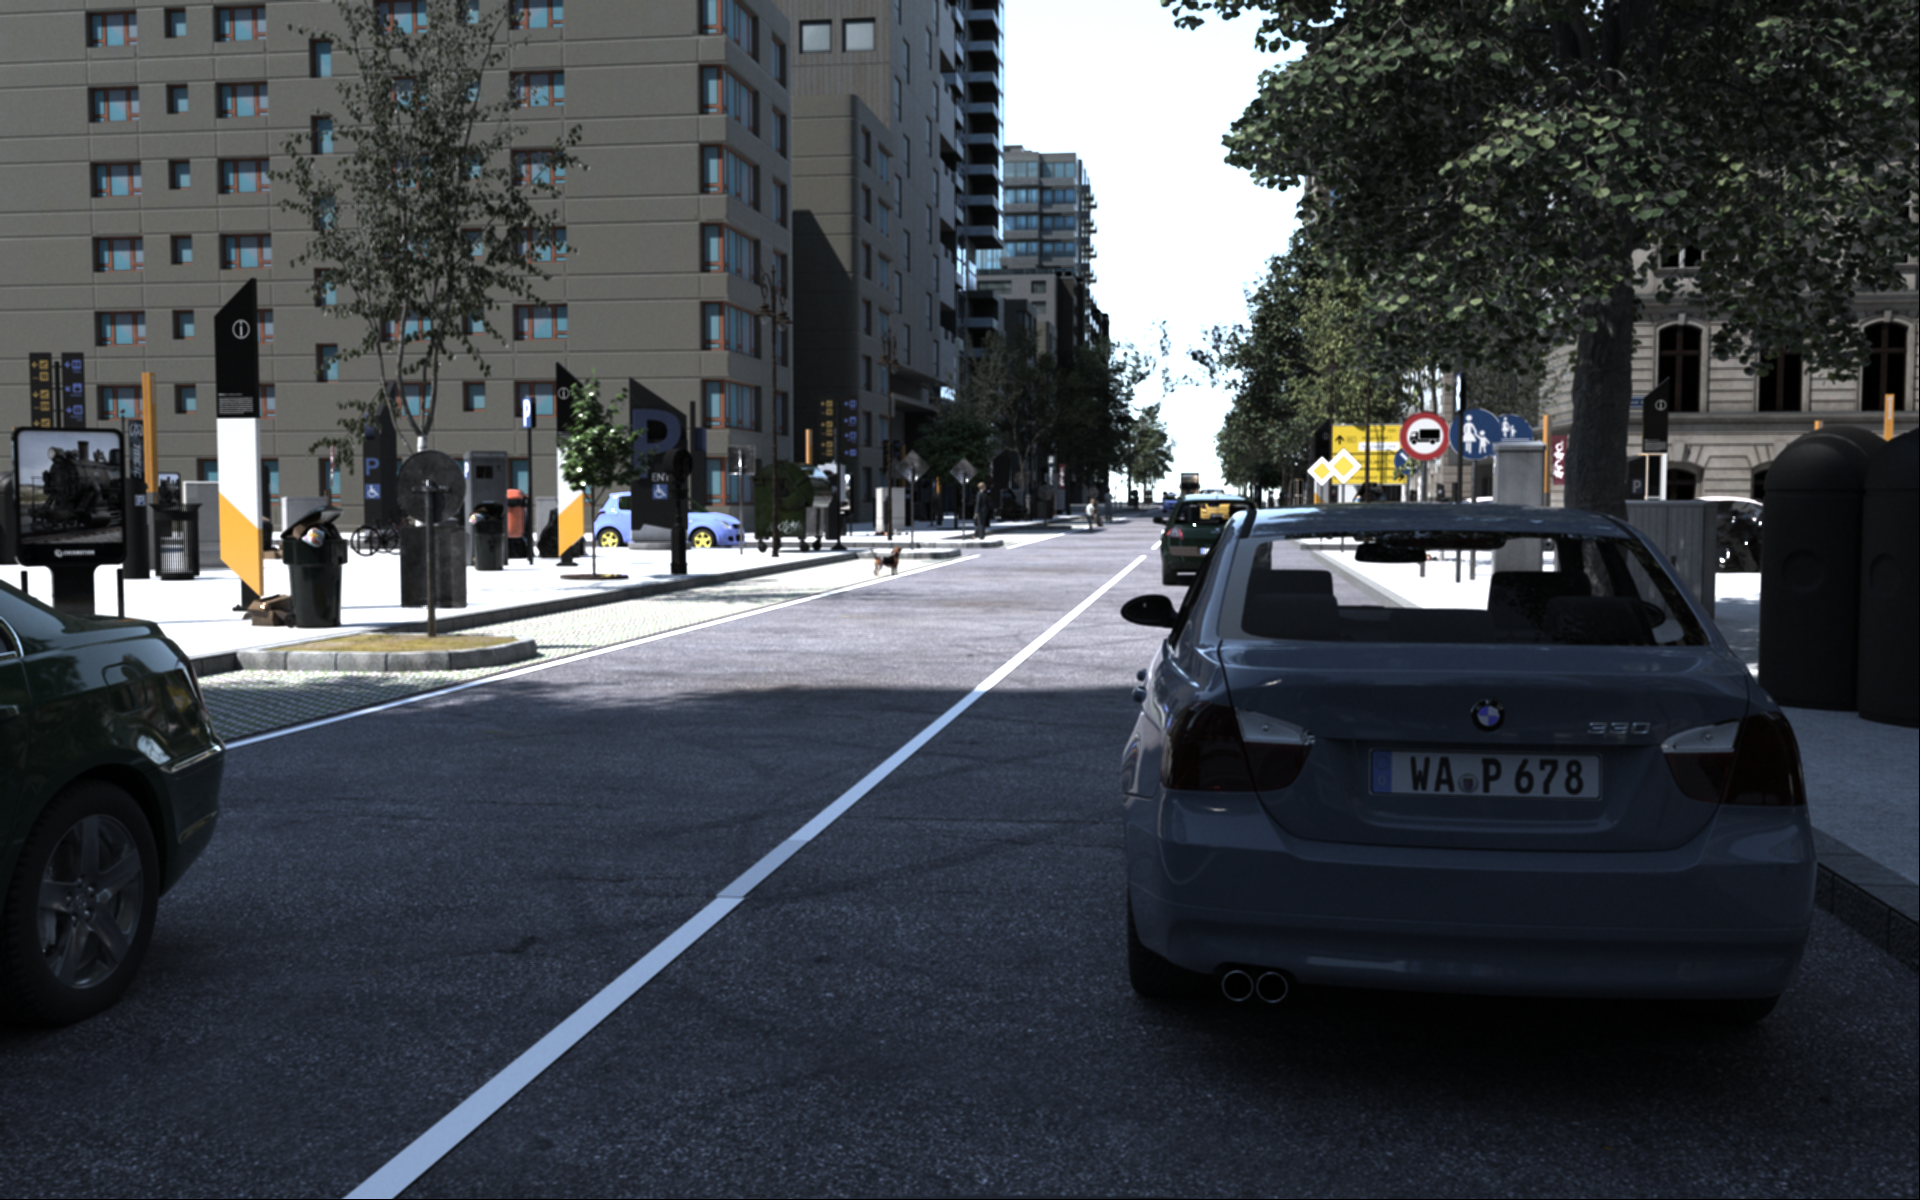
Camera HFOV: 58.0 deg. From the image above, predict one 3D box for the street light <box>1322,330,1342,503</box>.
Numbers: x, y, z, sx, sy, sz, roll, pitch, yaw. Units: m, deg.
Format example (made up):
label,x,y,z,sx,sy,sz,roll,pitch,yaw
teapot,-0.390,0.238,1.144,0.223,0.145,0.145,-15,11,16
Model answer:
label,x,y,z,sx,sy,sz,roll,pitch,yaw
street light,10.489,-4.659,48.968,0.468,5.910,1.993,1,4,8

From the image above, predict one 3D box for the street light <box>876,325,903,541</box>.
label,x,y,z,sx,sy,sz,roll,pitch,yaw
street light,-1.936,-4.580,47.669,0.468,5.910,1.993,1,4,8

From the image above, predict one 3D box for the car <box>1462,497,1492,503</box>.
label,x,y,z,sx,sy,sz,roll,pitch,yaw
car,12.334,-1.773,41.350,4.827,1.381,2.083,0,4,8

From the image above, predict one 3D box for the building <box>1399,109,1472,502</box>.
label,x,y,z,sx,sy,sz,roll,pitch,yaw
building,33.769,-18.844,105.356,12.463,27.353,25.104,1,4,8

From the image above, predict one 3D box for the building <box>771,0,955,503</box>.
label,x,y,z,sx,sy,sz,roll,pitch,yaw
building,-15.183,-31.824,109.557,28.713,52.752,27.495,1,4,8

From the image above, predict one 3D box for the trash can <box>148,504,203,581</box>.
label,x,y,z,sx,sy,sz,roll,pitch,yaw
trash can,-11.692,-0.868,25.851,0.748,1.137,0.748,0,3,0

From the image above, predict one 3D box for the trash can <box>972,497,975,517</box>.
label,x,y,z,sx,sy,sz,roll,pitch,yaw
trash can,1.018,-5.193,96.551,0.748,1.137,0.748,0,3,0

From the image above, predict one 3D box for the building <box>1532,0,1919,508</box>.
label,x,y,z,sx,sy,sz,roll,pitch,yaw
building,37.596,-14.488,55.970,34.723,24.649,14.460,1,4,8

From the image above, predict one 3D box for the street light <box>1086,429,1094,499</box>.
label,x,y,z,sx,sy,sz,roll,pitch,yaw
street light,9.458,-9.206,123.307,0.468,5.910,1.993,1,4,8

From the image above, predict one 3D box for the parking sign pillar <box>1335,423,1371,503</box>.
label,x,y,z,sx,sy,sz,roll,pitch,yaw
parking sign pillar,14.536,-4.616,63.946,1.447,3.967,1.447,1,4,14

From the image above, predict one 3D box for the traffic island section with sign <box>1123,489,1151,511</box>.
label,x,y,z,sx,sy,sz,roll,pitch,yaw
traffic island section with sign,14.662,-8.320,144.656,1.989,1.847,2.006,1,4,8

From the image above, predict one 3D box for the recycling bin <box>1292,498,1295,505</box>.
label,x,y,z,sx,sy,sz,roll,pitch,yaw
recycling bin,20.377,-5.735,106.317,0.722,1.027,0.722,-2,4,-35

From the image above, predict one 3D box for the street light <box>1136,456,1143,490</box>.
label,x,y,z,sx,sy,sz,roll,pitch,yaw
street light,19.808,-13.485,193.261,0.468,5.910,1.993,1,4,8

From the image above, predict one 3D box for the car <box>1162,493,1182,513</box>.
label,x,y,z,sx,sy,sz,roll,pitch,yaw
car,16.654,-7.648,134.635,1.945,1.707,3.694,1,4,8

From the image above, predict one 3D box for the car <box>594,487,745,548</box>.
label,x,y,z,sx,sy,sz,roll,pitch,yaw
car,-7.182,-2.039,42.921,3.694,1.707,1.945,1,4,9

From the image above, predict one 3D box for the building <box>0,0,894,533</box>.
label,x,y,z,sx,sy,sz,roll,pitch,yaw
building,-18.980,-13.864,71.718,27.650,21.520,28.899,1,4,8

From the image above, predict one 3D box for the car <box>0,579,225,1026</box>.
label,x,y,z,sx,sy,sz,roll,pitch,yaw
car,-3.414,0.509,3.480,2.131,1.459,4.920,0,4,6

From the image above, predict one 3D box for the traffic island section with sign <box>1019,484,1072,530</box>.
label,x,y,z,sx,sy,sz,roll,pitch,yaw
traffic island section with sign,3.468,-3.739,69.762,1.989,1.847,2.006,1,4,8

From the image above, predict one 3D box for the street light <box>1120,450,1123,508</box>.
label,x,y,z,sx,sy,sz,roll,pitch,yaw
street light,14.742,-11.369,158.668,0.468,5.910,1.993,1,4,8

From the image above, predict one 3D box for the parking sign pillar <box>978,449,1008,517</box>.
label,x,y,z,sx,sy,sz,roll,pitch,yaw
parking sign pillar,2.110,-6.721,98.366,1.447,3.967,1.447,-3,4,-37

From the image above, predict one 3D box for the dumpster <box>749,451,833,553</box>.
label,x,y,z,sx,sy,sz,roll,pitch,yaw
dumpster,-3.776,-2.209,38.619,1.502,2.255,1.985,1,4,8

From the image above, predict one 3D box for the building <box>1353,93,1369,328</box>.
label,x,y,z,sx,sy,sz,roll,pitch,yaw
building,41.031,-28.502,149.606,14.154,41.232,14.086,1,4,8

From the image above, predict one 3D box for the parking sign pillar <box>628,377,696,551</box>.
label,x,y,z,sx,sy,sz,roll,pitch,yaw
parking sign pillar,-6.935,-3.145,39.899,1.447,3.967,1.447,-1,4,-13

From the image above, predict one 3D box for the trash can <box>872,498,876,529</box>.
label,x,y,z,sx,sy,sz,roll,pitch,yaw
trash can,-2.887,-3.185,63.733,0.748,1.137,0.748,0,3,0

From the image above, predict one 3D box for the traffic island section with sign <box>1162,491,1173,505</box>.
label,x,y,z,sx,sy,sz,roll,pitch,yaw
traffic island section with sign,26.888,-13.316,226.338,1.989,1.847,2.006,1,4,8

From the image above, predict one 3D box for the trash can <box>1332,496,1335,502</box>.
label,x,y,z,sx,sy,sz,roll,pitch,yaw
trash can,23.122,-5.829,106.964,0.748,1.137,0.748,0,3,0

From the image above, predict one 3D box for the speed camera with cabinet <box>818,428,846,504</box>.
label,x,y,z,sx,sy,sz,roll,pitch,yaw
speed camera with cabinet,-4.475,-3.534,52.117,2.038,3.252,0.660,2,4,24

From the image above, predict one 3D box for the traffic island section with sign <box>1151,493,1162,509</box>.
label,x,y,z,sx,sy,sz,roll,pitch,yaw
traffic island section with sign,18.780,-10.002,172.155,1.989,1.847,2.006,1,4,8

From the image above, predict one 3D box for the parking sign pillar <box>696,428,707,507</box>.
label,x,y,z,sx,sy,sz,roll,pitch,yaw
parking sign pillar,-7.726,-3.825,51.014,1.447,3.967,1.447,-1,4,-9

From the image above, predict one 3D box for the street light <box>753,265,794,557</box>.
label,x,y,z,sx,sy,sz,roll,pitch,yaw
street light,-3.760,-3.810,35.079,0.468,5.910,1.993,1,4,8

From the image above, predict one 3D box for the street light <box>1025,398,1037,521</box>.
label,x,y,z,sx,sy,sz,roll,pitch,yaw
street light,3.427,-6.761,83.333,0.468,5.910,1.993,1,4,8

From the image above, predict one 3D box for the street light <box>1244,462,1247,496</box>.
label,x,y,z,sx,sy,sz,roll,pitch,yaw
street light,32.335,-13.609,195.287,0.468,5.910,1.993,1,4,8

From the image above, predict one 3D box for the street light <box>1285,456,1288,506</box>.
label,x,y,z,sx,sy,sz,roll,pitch,yaw
street light,15.817,-6.790,83.803,0.468,5.910,1.993,1,4,8

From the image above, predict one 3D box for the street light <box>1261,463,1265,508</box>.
label,x,y,z,sx,sy,sz,roll,pitch,yaw
street light,21.918,-9.358,125.794,0.468,5.910,1.993,1,4,8

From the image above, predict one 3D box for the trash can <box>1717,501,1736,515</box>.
label,x,y,z,sx,sy,sz,roll,pitch,yaw
trash can,16.050,-1.537,36.776,0.748,1.137,0.748,0,3,0

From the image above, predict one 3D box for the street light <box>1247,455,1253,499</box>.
label,x,y,z,sx,sy,sz,roll,pitch,yaw
street light,27.078,-11.473,160.373,0.468,5.910,1.993,1,4,8

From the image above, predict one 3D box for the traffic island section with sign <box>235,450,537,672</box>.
label,x,y,z,sx,sy,sz,roll,pitch,yaw
traffic island section with sign,-4.754,-0.378,14.812,1.989,1.847,2.006,1,4,8

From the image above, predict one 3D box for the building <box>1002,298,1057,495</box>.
label,x,y,z,sx,sy,sz,roll,pitch,yaw
building,-5.621,-19.872,169.941,27.650,21.520,28.899,1,4,8

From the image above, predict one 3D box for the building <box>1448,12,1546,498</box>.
label,x,y,z,sx,sy,sz,roll,pitch,yaw
building,31.690,-17.562,80.646,14.314,27.812,24.014,1,4,8

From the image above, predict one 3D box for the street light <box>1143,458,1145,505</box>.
label,x,y,z,sx,sy,sz,roll,pitch,yaw
street light,21.847,-14.257,205.890,0.468,5.910,1.993,1,4,8

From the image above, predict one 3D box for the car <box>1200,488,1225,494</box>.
label,x,y,z,sx,sy,sz,roll,pitch,yaw
car,16.623,-6.446,114.062,2.281,1.827,5.304,0,4,8

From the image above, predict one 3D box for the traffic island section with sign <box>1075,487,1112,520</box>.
label,x,y,z,sx,sy,sz,roll,pitch,yaw
traffic island section with sign,7.453,-5.375,96.502,1.989,1.847,2.006,1,4,8

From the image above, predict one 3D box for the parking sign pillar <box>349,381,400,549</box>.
label,x,y,z,sx,sy,sz,roll,pitch,yaw
parking sign pillar,-13.611,-3.192,40.666,1.447,3.967,1.447,0,4,-2

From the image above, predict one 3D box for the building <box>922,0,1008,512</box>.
label,x,y,z,sx,sy,sz,roll,pitch,yaw
building,-7.072,-50.476,137.948,22.319,86.520,31.000,1,4,8

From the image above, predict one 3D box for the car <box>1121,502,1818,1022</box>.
label,x,y,z,sx,sy,sz,roll,pitch,yaw
car,1.541,0.361,6.094,2.014,1.417,4.499,1,4,9

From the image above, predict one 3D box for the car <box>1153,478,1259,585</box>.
label,x,y,z,sx,sy,sz,roll,pitch,yaw
car,4.193,-1.150,28.590,2.009,1.686,4.222,0,4,7

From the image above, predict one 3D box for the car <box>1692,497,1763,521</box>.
label,x,y,z,sx,sy,sz,roll,pitch,yaw
car,17.900,-1.683,39.874,4.827,1.381,2.083,1,4,10

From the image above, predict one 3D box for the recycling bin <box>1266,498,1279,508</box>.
label,x,y,z,sx,sy,sz,roll,pitch,yaw
recycling bin,18.636,-5.528,102.940,0.722,1.027,0.722,0,4,-3

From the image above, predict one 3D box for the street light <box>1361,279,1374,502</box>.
label,x,y,z,sx,sy,sz,roll,pitch,yaw
street light,8.795,-3.947,37.328,0.468,5.910,1.993,1,4,8
